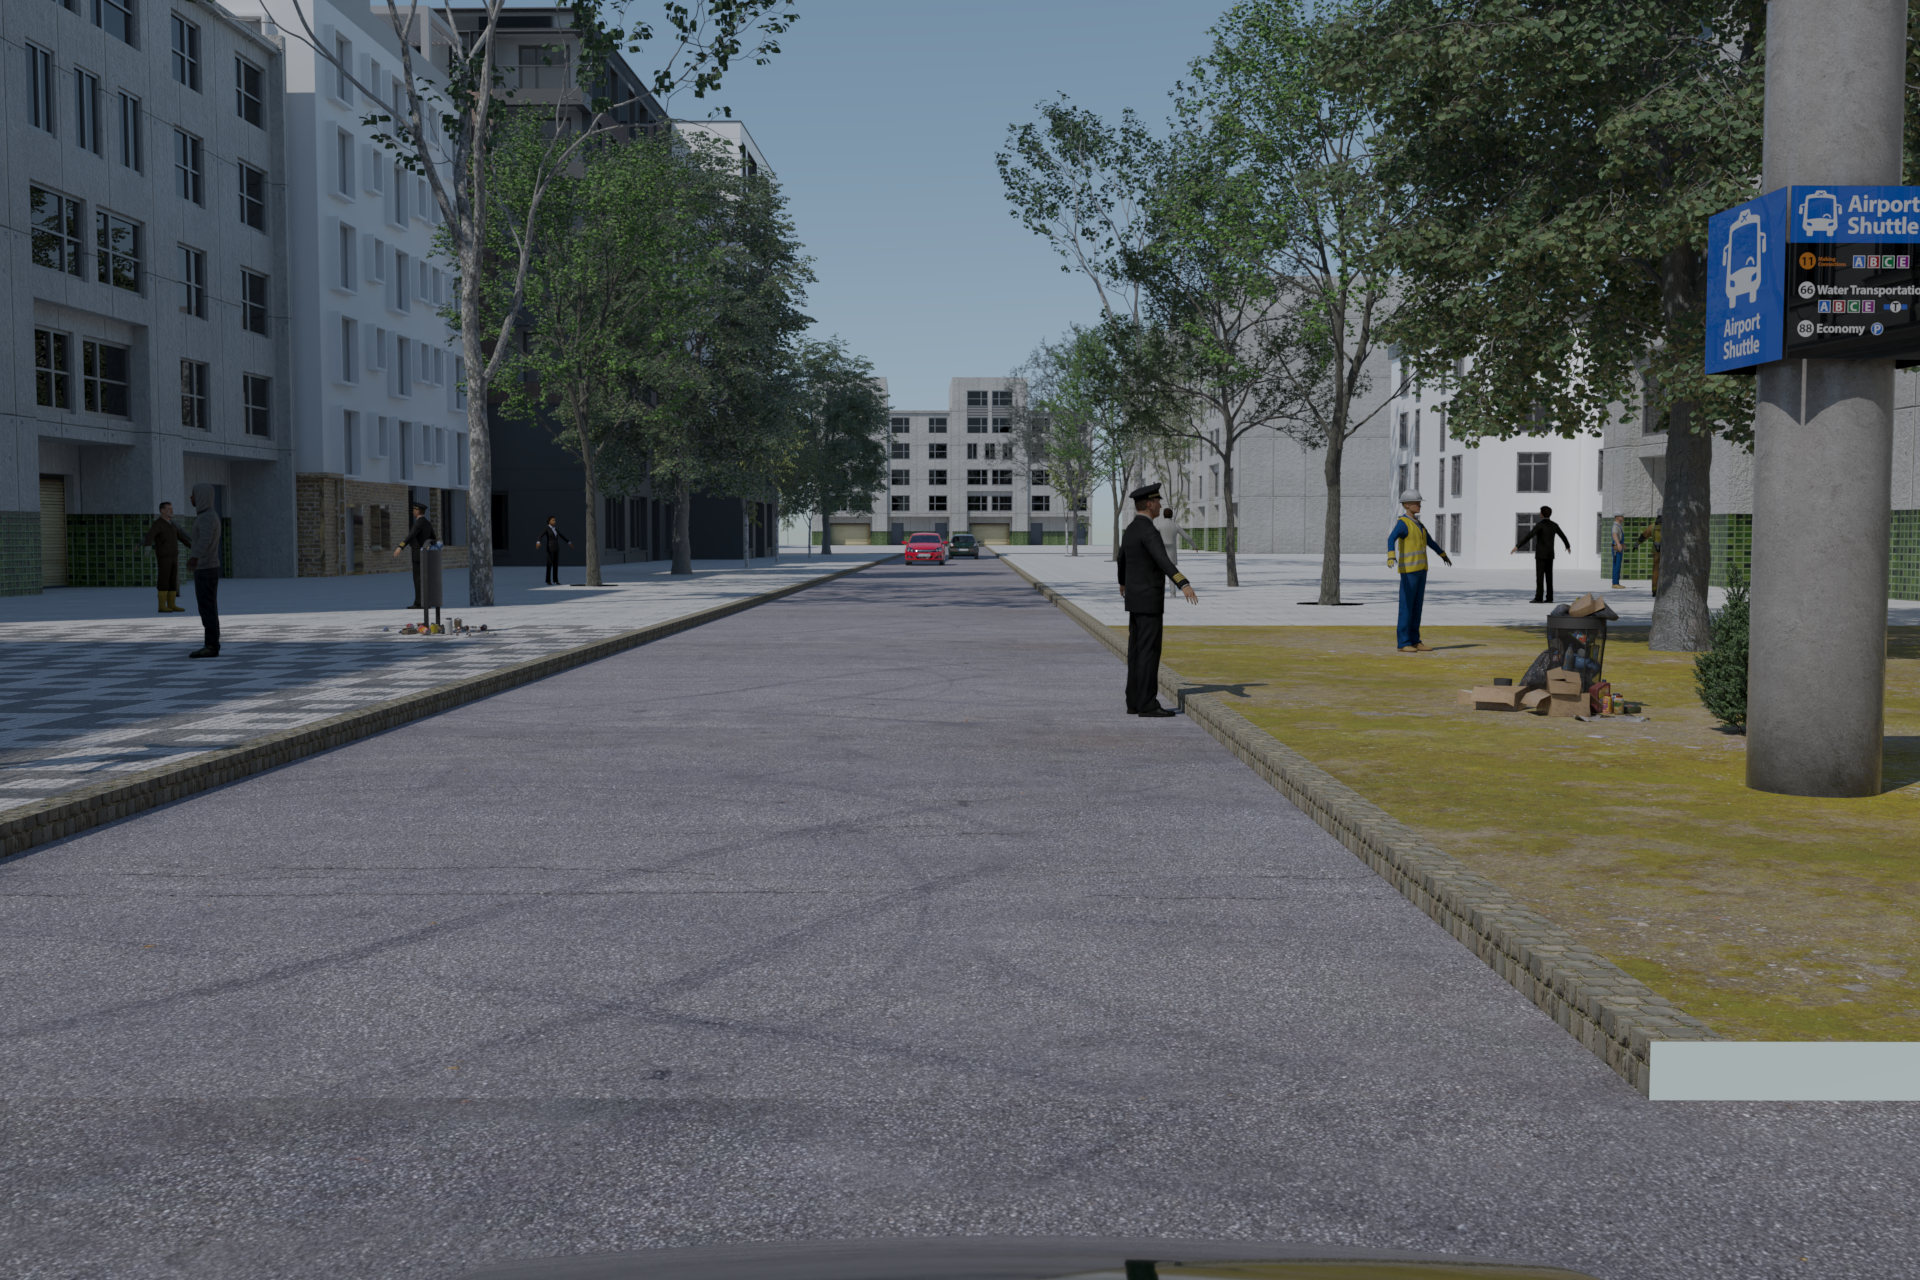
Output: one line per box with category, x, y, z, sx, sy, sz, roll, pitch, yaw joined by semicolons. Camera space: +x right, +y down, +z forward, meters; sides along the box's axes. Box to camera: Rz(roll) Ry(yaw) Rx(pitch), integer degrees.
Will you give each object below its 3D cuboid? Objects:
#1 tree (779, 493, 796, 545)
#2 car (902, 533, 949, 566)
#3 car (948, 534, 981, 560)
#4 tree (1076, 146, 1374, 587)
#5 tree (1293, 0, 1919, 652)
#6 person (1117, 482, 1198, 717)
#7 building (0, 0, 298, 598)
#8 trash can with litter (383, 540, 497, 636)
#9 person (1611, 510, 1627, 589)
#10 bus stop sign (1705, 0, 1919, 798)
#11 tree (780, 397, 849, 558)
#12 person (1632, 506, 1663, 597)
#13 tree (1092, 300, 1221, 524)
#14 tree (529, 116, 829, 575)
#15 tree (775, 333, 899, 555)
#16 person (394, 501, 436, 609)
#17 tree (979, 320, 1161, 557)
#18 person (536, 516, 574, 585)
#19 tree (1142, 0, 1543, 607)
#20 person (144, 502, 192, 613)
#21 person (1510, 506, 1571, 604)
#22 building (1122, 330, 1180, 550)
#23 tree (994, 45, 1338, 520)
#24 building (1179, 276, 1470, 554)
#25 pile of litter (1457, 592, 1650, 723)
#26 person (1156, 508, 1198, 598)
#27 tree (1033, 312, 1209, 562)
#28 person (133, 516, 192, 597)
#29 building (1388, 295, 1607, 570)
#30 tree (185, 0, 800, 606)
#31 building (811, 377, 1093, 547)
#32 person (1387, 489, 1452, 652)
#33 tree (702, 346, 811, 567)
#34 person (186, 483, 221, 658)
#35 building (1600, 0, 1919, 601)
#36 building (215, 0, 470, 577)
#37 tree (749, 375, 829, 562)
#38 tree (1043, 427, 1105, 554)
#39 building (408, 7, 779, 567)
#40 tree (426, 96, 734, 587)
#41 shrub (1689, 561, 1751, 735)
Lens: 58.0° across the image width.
tree;-19.774;-15.040;196.269;4.737;8.622;4.395;0;3;0
car;-1.599;-4.343;80.051;2.155;1.783;4.494;0;4;0
car;0.208;-5.419;98.393;2.009;1.686;4.222;0;4;1
tree;6.312;-6.577;41.943;7.601;10.594;8.767;0;4;4
tree;7.937;-6.862;18.846;9.857;13.997;8.962;0;3;0
person;1.491;-0.322;13.664;0.705;1.837;1.347;-1;4;-17
building;-27.770;-10.273;34.424;16.747;18.905;31.486;0;3;0
trash can with litter;-6.739;-0.720;22.823;1.678;1.210;2.233;0;4;0
person;15.483;-2.130;40.690;0.705;1.847;1.347;2;4;25
bus stop sign;4.293;-1.198;8.605;0.837;3.901;0.837;0;4;-1
tree;-8.194;-8.743;93.317;4.360;8.622;3.978;0;3;0
person;14.236;-1.792;35.069;0.705;1.858;1.354;-3;5;-43
tree;6.849;-6.324;53.766;4.360;8.622;3.978;0;3;0
tree;-8.831;-9.064;54.854;9.857;13.997;8.962;0;3;0
tree;-8.470;-12.333;108.299;9.857;13.997;8.962;0;3;0
person;-9.253;-1.450;29.635;0.705;1.837;1.347;1;4;10
tree;6.635;-11.511;98.581;12.009;13.543;11.850;0;3;0
person;-10.221;-2.259;43.654;0.721;1.740;1.216;2;4;34
tree;6.770;-6.424;30.781;9.928;11.665;9.643;0;3;0
person;-12.971;-1.361;28.390;0.704;1.812;1.346;1;4;10
person;10.802;-1.582;32.053;1.347;1.806;0.705;-1;4;-21
building;24.695;-17.876;158.735;16.747;18.905;31.486;0;3;0
tree;8.253;-12.891;66.654;12.611;20.169;13.585;0;3;0
building;26.455;-15.947;127.185;16.747;18.905;31.486;0;4;0
pile of litter;4.291;0.084;12.589;1.176;0.858;1.719;0;4;0
person;4.166;-1.755;34.873;1.347;1.806;0.705;-1;4;-10
tree;7.406;-9.436;80.029;9.928;11.665;9.643;0;3;0
person;-16.076;-1.769;35.190;0.705;1.796;1.348;3;5;44
building;23.467;-7.428;63.598;9.099;9.664;28.070;0;4;1
tree;-8.780;-10.584;28.931;12.611;20.169;13.585;0;3;0
building;-1.115;-20.373;202.007;31.486;18.905;16.747;0;4;-2
person;4.991;-0.758;18.864;1.216;1.772;0.721;-3;5;-44
tree;-7.978;-7.102;66.484;4.737;8.622;4.395;0;3;0
person;-7.889;-0.729;18.048;0.705;1.813;1.348;-1;4;-20
building;26.636;-10.215;33.477;16.747;18.905;31.486;0;4;1
building;-23.591;-12.014;52.844;16.016;20.090;11.380;0;4;-1
tree;-8.603;-7.868;79.001;4.360;8.622;3.978;0;3;0
tree;6.963;-9.785;110.348;4.737;8.622;4.395;0;3;0
building;-24.784;-14.685;84.079;27.936;21.610;32.646;0;4;1
tree;-9.131;-7.122;42.203;9.928;11.665;9.643;0;3;0
shrub;5.162;0.007;11.002;1.383;1.207;1.383;0;3;0
